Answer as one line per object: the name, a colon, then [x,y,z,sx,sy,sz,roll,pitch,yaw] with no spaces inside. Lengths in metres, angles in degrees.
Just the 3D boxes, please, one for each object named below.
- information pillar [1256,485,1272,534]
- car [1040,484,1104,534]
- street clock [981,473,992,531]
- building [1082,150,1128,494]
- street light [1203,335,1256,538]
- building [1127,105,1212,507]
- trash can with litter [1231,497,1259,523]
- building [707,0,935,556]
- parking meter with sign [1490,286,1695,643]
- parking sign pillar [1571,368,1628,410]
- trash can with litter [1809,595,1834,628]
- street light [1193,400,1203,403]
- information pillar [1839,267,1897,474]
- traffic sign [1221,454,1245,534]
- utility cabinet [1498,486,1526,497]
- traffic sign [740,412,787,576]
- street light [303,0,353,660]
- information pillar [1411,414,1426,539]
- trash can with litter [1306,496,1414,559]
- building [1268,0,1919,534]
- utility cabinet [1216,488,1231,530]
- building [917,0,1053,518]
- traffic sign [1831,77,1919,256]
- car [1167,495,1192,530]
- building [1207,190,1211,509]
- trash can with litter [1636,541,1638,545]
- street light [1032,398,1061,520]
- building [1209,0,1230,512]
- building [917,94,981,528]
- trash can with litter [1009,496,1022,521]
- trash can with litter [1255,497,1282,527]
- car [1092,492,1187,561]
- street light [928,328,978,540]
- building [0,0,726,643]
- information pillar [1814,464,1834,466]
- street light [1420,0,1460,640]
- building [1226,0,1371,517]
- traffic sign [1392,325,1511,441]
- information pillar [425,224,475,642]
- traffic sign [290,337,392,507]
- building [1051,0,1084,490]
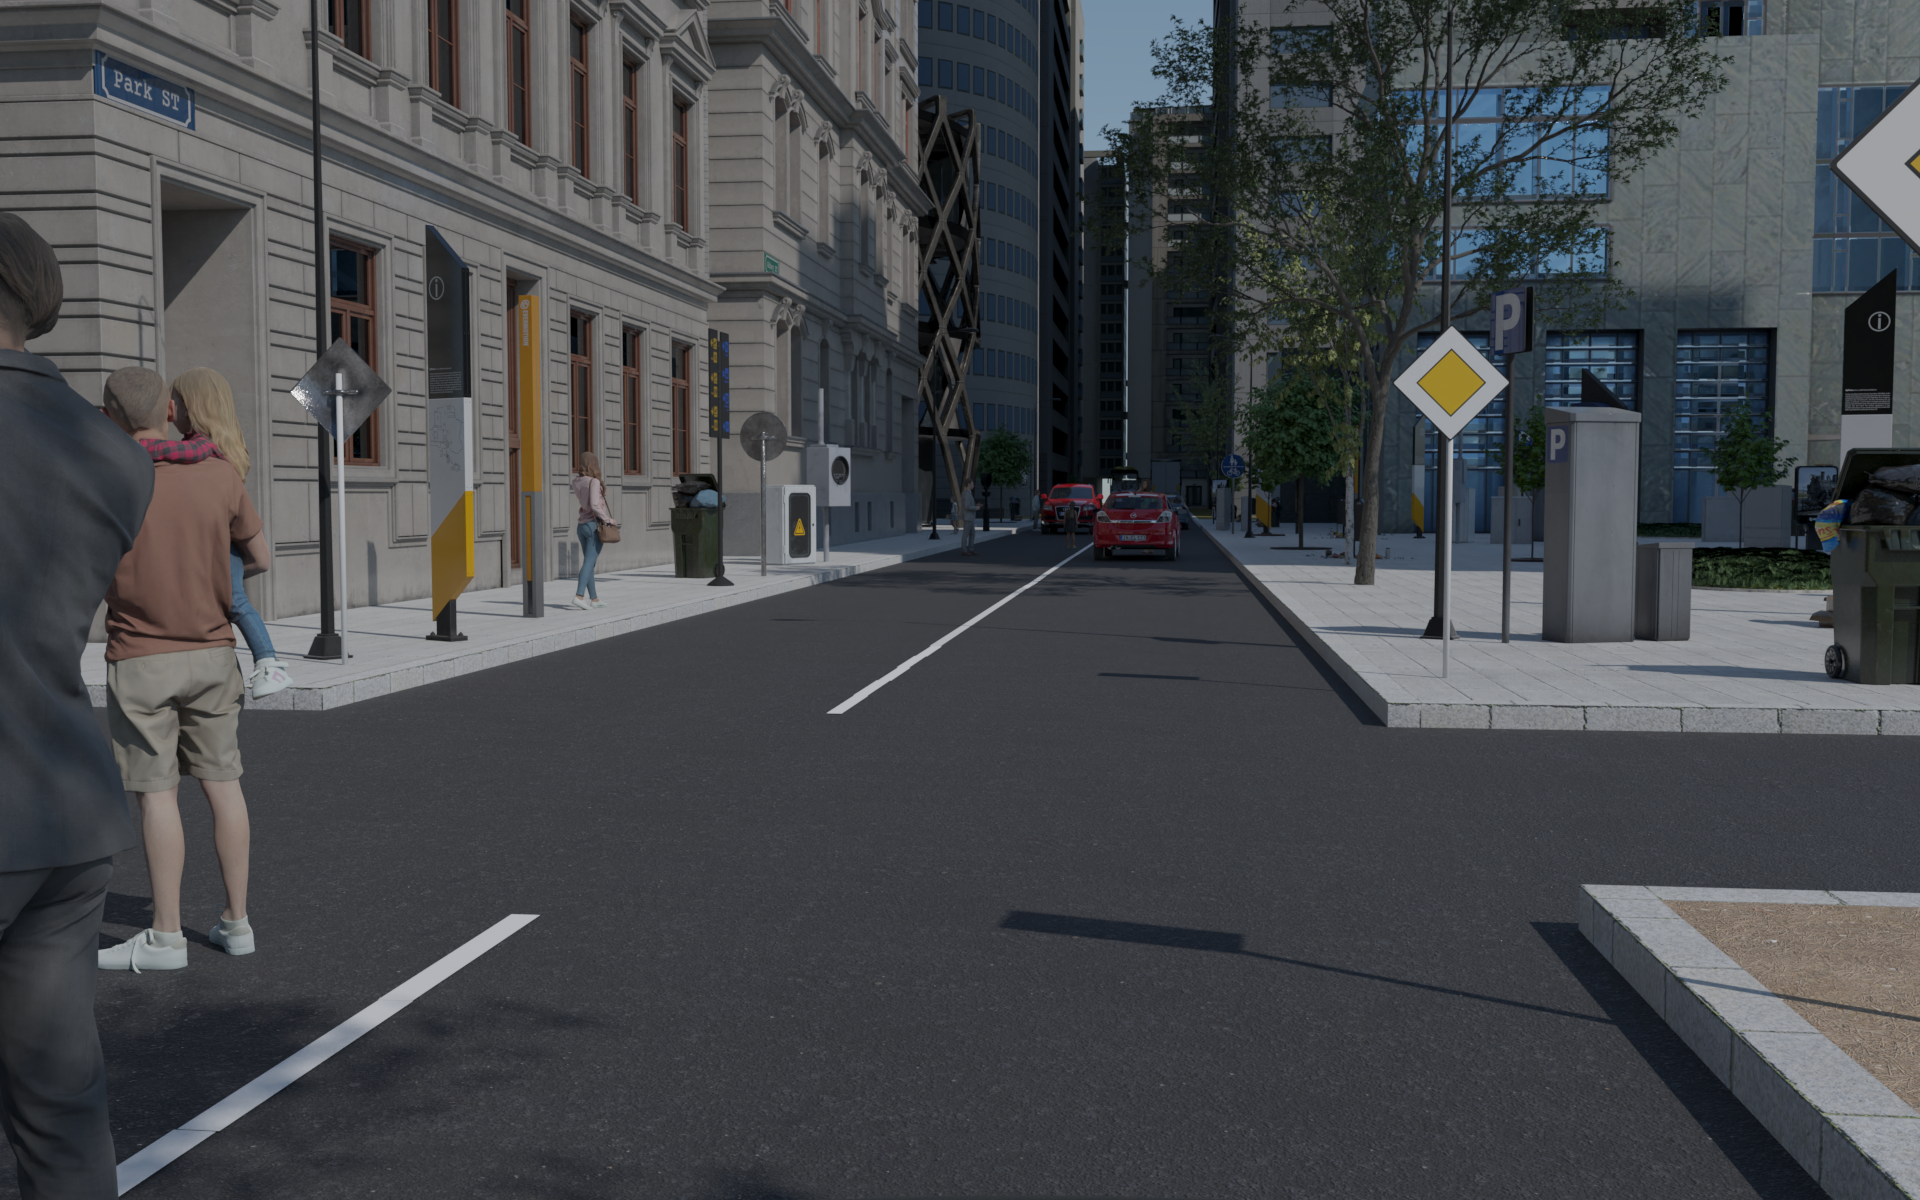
information pillar: [9.622,-3.878,54.762,0.504,3.616,0.183,1,4,17]
car: [4.141,-3.340,63.284,2.281,1.827,5.304,1,4,8]
street clock: [0.902,-3.361,59.522,0.358,2.002,0.471,2,4,24]
building: [6.247,-30.320,187.610,23.993,40.220,32.217,0,4,7]
street light: [7.937,-4.773,50.572,1.470,5.913,1.316,0,4,7]
building: [24.145,-30.175,176.961,14.086,41.232,14.154,0,4,7]
trash can with litter: [12.879,-4.133,78.634,2.233,1.210,1.678,-1,4,-11]
building: [-8.760,-15.845,46.454,14.401,28.519,23.554,0,4,7]
parking meter with sign: [5.499,-1.147,15.016,1.738,3.016,0.543,-1,4,-14]
parking sign pillar: [13.439,-2.938,36.504,1.447,3.967,1.447,-1,4,-19]
trash can with litter: [8.761,-0.316,16.558,1.055,1.170,0.624,-1,4,-11]
street light: [12.227,-6.931,85.862,1.470,5.913,1.316,0,4,7]
information pillar: [9.470,-1.634,18.078,0.504,3.616,0.183,2,4,23]
traffic sign: [8.703,-3.367,55.157,0.768,2.556,0.104,1,4,12]
utility cabinet: [15.951,-2.529,50.033,0.318,1.500,1.173,-1,4,-8]
traffic sign: [-3.063,-1.642,26.952,0.768,2.556,0.104,1,4,10]
street light: [-4.404,-2.493,13.294,1.470,5.913,1.316,0,4,7]
information pillar: [13.216,-3.581,49.908,0.504,3.616,0.183,-3,5,-39]
trash can with litter: [7.912,-1.454,34.832,1.678,1.210,2.233,-2,4,-28]
building: [24.629,-46.179,67.697,22.319,86.520,31.000,0,4,7]
utility cabinet: [9.377,-3.243,61.697,0.318,1.500,1.173,1,4,19]
building: [-5.898,-34.300,102.801,21.231,58.520,28.212,0,4,7]
traffic sign: [2.448,-0.114,4.052,0.795,2.593,0.064,0,4,7]
car: [8.513,-3.620,71.196,2.014,1.417,4.499,0,4,6]
building: [28.992,-23.326,153.076,14.160,30.474,14.107,0,4,7]
trash can with litter: [15.745,-1.870,41.635,2.233,1.210,1.678,-1,4,-17]
street light: [4.182,-6.829,84.197,1.470,5.913,1.316,0,4,7]
building: [30.471,-31.219,134.125,21.300,48.544,21.600,0,4,7]
building: [-7.767,-12.200,66.923,16.820,18.784,16.811,0,4,7]
trash can with litter: [2.732,-4.351,82.530,0.624,1.170,1.055,-1,4,-16]
trash can with litter: [11.878,-3.389,66.801,1.055,1.170,0.624,3,5,42]
car: [3.997,-1.820,38.794,2.155,1.783,4.494,1,4,9]
street light: [-0.185,-4.651,48.592,1.470,5.913,1.316,0,4,7]
building: [-11.085,-11.516,24.443,11.583,22.565,21.152,0,4,7]
information pillar: [21.028,-2.307,42.210,0.304,2.012,0.304,-1,4,-20]
street light: [3.726,-2.614,15.273,1.470,5.913,1.316,0,4,7]
building: [27.603,-34.687,109.126,21.231,58.520,28.212,0,4,7]
traffic sign: [3.402,-0.599,11.980,0.795,2.593,0.064,0,4,7]
information pillar: [-4.429,-1.447,15.020,0.504,3.616,0.183,2,4,35]
traffic sign: [-4.632,-0.659,12.963,0.795,2.593,0.064,0,4,7]
building: [-0.147,-32.354,152.696,21.600,48.544,21.300,0,4,7]
